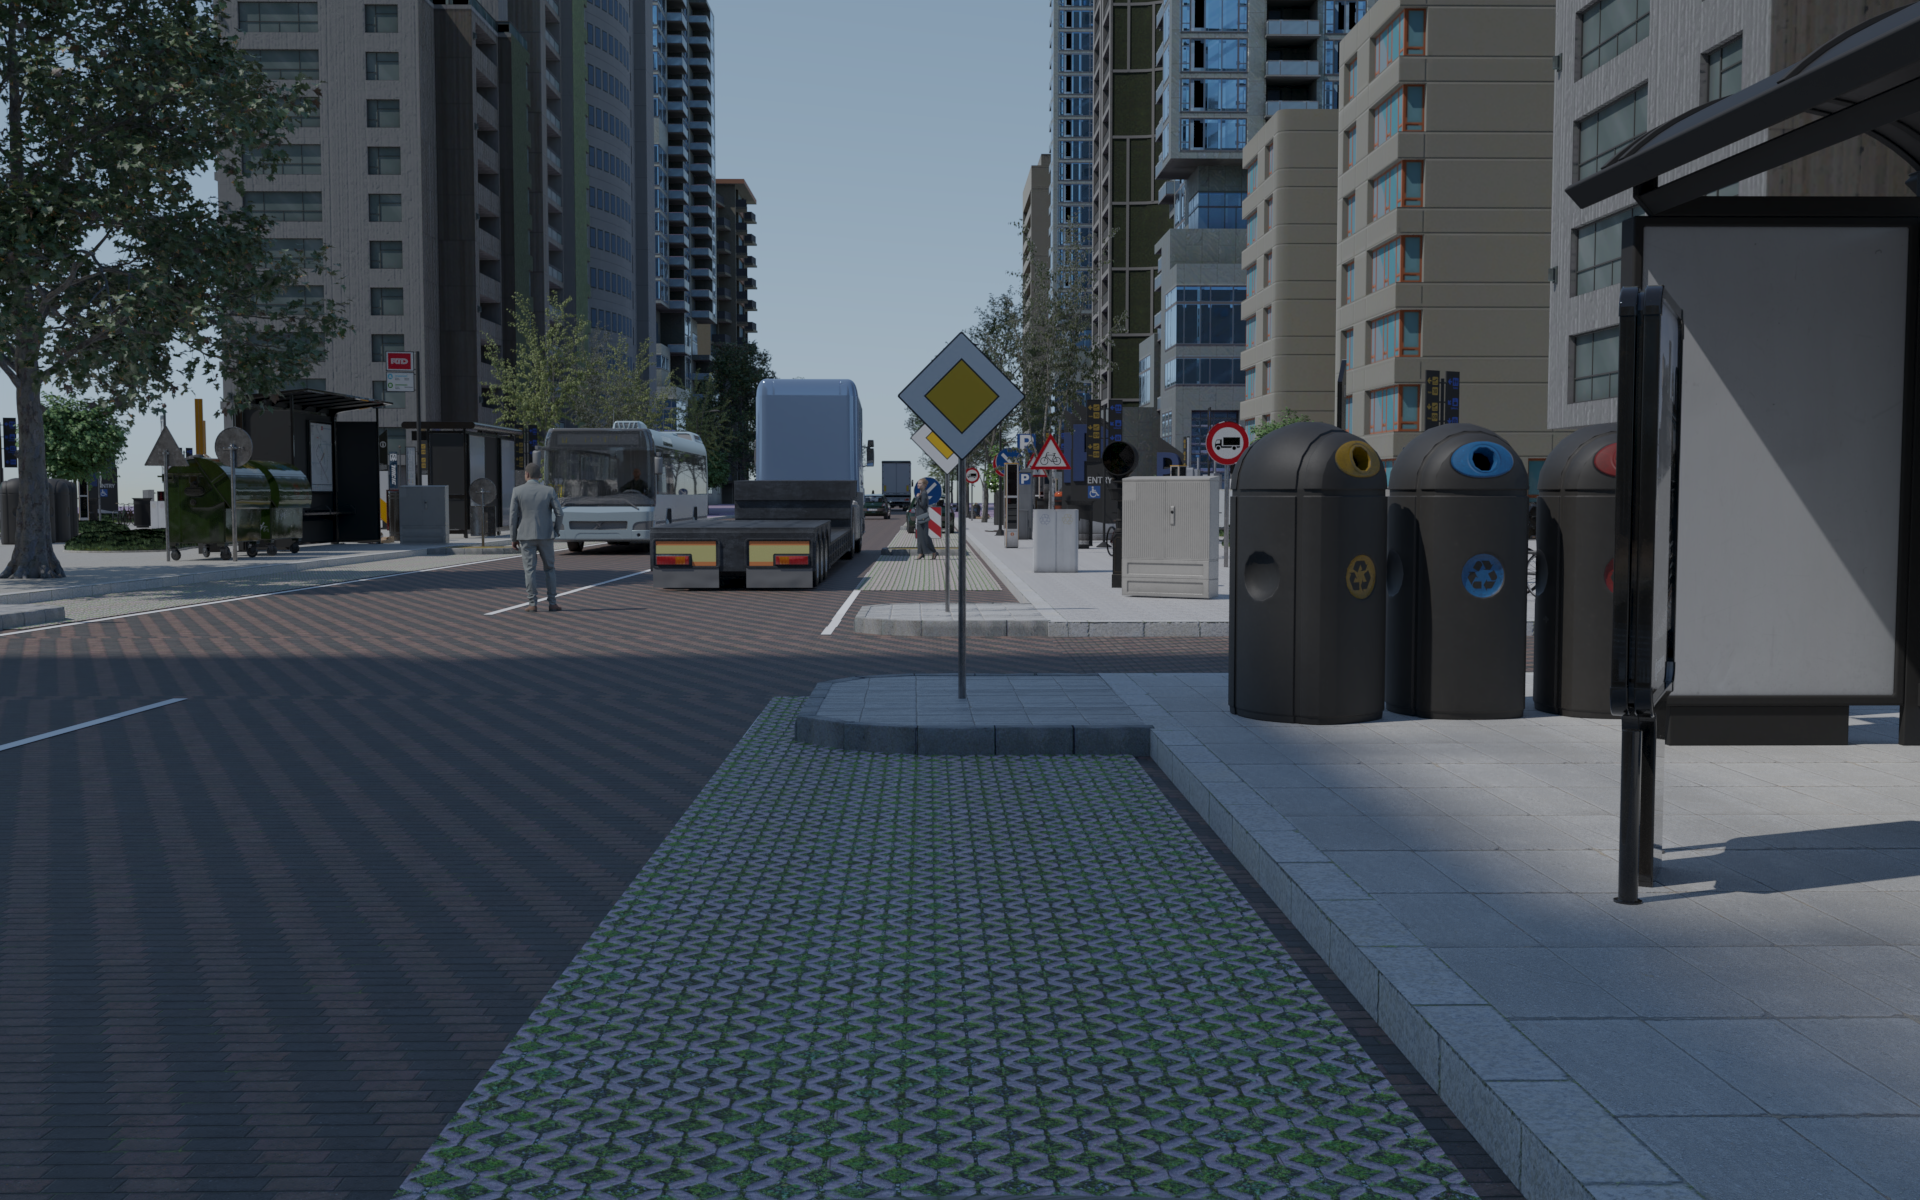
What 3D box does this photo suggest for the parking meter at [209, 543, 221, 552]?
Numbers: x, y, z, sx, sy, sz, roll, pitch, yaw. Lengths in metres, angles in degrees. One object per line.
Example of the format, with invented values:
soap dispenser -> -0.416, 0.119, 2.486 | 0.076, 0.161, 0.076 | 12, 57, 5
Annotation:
parking meter -> -16.442, -1.984, 38.146 | 0.255, 1.863, 0.399 | -1, 4, -23

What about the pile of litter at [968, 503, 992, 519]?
pile of litter -> 1.092, -4.611, 89.357 | 1.176, 0.858, 1.719 | 3, 5, 45

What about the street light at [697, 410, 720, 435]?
street light -> -13.953, -7.529, 95.633 | 1.470, 5.913, 1.316 | 0, 4, -1

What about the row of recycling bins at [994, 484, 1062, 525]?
row of recycling bins -> 3.146, -3.930, 71.374 | 3.534, 1.692, 1.069 | 0, 4, 3

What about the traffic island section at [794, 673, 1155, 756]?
traffic island section -> 0.034, 0.697, 10.890 | 2.009, 0.180, 2.903 | 0, 4, -1

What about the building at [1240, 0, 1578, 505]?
building -> 28.217, -13.930, 72.797 | 27.650, 21.520, 28.899 | 0, 4, -1

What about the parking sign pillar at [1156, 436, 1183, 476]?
parking sign pillar -> 9.782, -5.631, 80.546 | 1.447, 3.967, 1.447 | 2, 4, 28

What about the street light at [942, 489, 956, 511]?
street light -> -0.092, -7.372, 93.076 | 1.470, 5.913, 1.316 | 0, 4, -1

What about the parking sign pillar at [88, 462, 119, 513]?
parking sign pillar -> -40.480, -5.701, 81.686 | 1.447, 3.967, 1.447 | -3, 5, -41

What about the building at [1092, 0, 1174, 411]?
building -> 20.301, -43.401, 147.853 | 20.563, 71.187, 20.611 | 0, 4, -1

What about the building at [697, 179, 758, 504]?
building -> -39.153, -35.449, 234.209 | 22.147, 44.769, 28.867 | 0, 4, -1

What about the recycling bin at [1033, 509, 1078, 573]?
recycling bin -> 1.570, -0.976, 28.505 | 0.722, 1.027, 0.722 | 0, 4, 1

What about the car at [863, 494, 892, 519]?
car -> -4.904, -5.474, 99.291 | 2.009, 1.686, 4.222 | 0, 4, 1

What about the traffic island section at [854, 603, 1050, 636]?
traffic island section -> -0.116, 0.208, 18.873 | 2.009, 0.180, 2.903 | 0, 4, -1

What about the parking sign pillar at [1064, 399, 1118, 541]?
parking sign pillar -> 3.752, -3.661, 48.329 | 1.447, 3.967, 1.447 | 1, 4, 8

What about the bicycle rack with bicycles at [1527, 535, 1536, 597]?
bicycle rack with bicycles -> 7.736, -0.459, 20.893 | 2.852, 0.926, 2.925 | -3, 5, -43

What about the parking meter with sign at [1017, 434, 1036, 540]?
parking meter with sign -> 1.841, -3.242, 49.270 | 0.543, 3.016, 1.738 | 0, 4, 5

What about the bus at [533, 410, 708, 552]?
bus -> -8.669, -3.129, 46.012 | 2.948, 3.499, 13.247 | 0, 4, -2

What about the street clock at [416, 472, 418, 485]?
street clock -> -17.579, -3.138, 55.880 | 0.358, 2.002, 0.471 | -1, 4, -23

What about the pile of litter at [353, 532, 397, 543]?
pile of litter -> -15.495, -1.944, 45.750 | 1.176, 0.858, 1.719 | -1, 4, -9

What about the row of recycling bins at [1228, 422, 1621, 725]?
row of recycling bins -> 3.330, -0.185, 10.142 | 3.534, 1.692, 1.069 | 0, 4, -5

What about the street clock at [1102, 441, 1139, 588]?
street clock -> 2.187, -1.169, 23.679 | 0.471, 2.002, 0.358 | 1, 4, 17

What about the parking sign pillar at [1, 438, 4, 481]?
parking sign pillar -> -46.544, -5.777, 82.922 | 1.447, 3.967, 1.447 | -1, 4, -21

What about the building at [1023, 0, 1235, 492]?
building -> 19.846, -55.189, 215.003 | 22.319, 86.520, 31.000 | 0, 4, -1

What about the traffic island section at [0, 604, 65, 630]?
traffic island section -> -11.105, 0.221, 18.673 | 2.009, 0.180, 2.903 | 0, 4, -1

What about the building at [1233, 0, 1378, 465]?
building -> 22.263, -49.440, 121.015 | 22.319, 86.520, 31.000 | 0, 4, -1

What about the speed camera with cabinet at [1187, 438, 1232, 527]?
speed camera with cabinet -> 8.731, -4.063, 60.768 | 2.038, 3.252, 0.660 | 1, 4, 18

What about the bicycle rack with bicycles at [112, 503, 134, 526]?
bicycle rack with bicycles -> -33.064, -3.458, 69.926 | 2.852, 0.926, 2.925 | 0, 4, 8

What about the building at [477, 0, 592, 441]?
building -> -33.001, -26.396, 115.176 | 14.154, 41.232, 14.086 | 0, 4, -1

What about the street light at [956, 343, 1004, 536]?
street light -> 0.699, -4.928, 53.107 | 1.470, 5.913, 1.316 | 0, 4, -1

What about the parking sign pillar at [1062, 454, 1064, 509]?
parking sign pillar -> 3.894, -4.048, 54.651 | 1.447, 3.967, 1.447 | 1, 4, 16

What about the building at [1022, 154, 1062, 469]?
building -> 19.956, -37.852, 242.584 | 21.300, 48.544, 21.600 | 0, 4, -1

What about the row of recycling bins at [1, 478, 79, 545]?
row of recycling bins -> -24.080, -2.344, 45.434 | 1.069, 1.692, 3.534 | 0, 4, -7

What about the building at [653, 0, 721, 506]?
building -> -39.343, -54.439, 202.755 | 22.319, 86.520, 31.000 | 0, 4, -1

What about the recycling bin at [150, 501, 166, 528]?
recycling bin -> -28.295, -3.006, 61.705 | 0.722, 1.027, 0.722 | 1, 4, 19

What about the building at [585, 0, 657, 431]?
building -> -36.749, -36.338, 136.119 | 21.231, 58.520, 28.212 | 0, 4, -1

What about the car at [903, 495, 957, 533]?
car -> -1.107, -3.314, 63.966 | 2.009, 1.686, 4.222 | 0, 4, -2

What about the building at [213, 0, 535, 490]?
building -> -33.480, -20.130, 100.831 | 14.160, 30.474, 14.107 | 0, 4, -1

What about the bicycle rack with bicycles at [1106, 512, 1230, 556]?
bicycle rack with bicycles -> 4.351, -1.298, 34.602 | 2.852, 0.926, 2.925 | -1, 4, -9

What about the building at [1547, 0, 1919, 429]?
building -> 21.499, -16.126, 35.362 | 14.107, 30.474, 14.160 | 0, 4, -1
